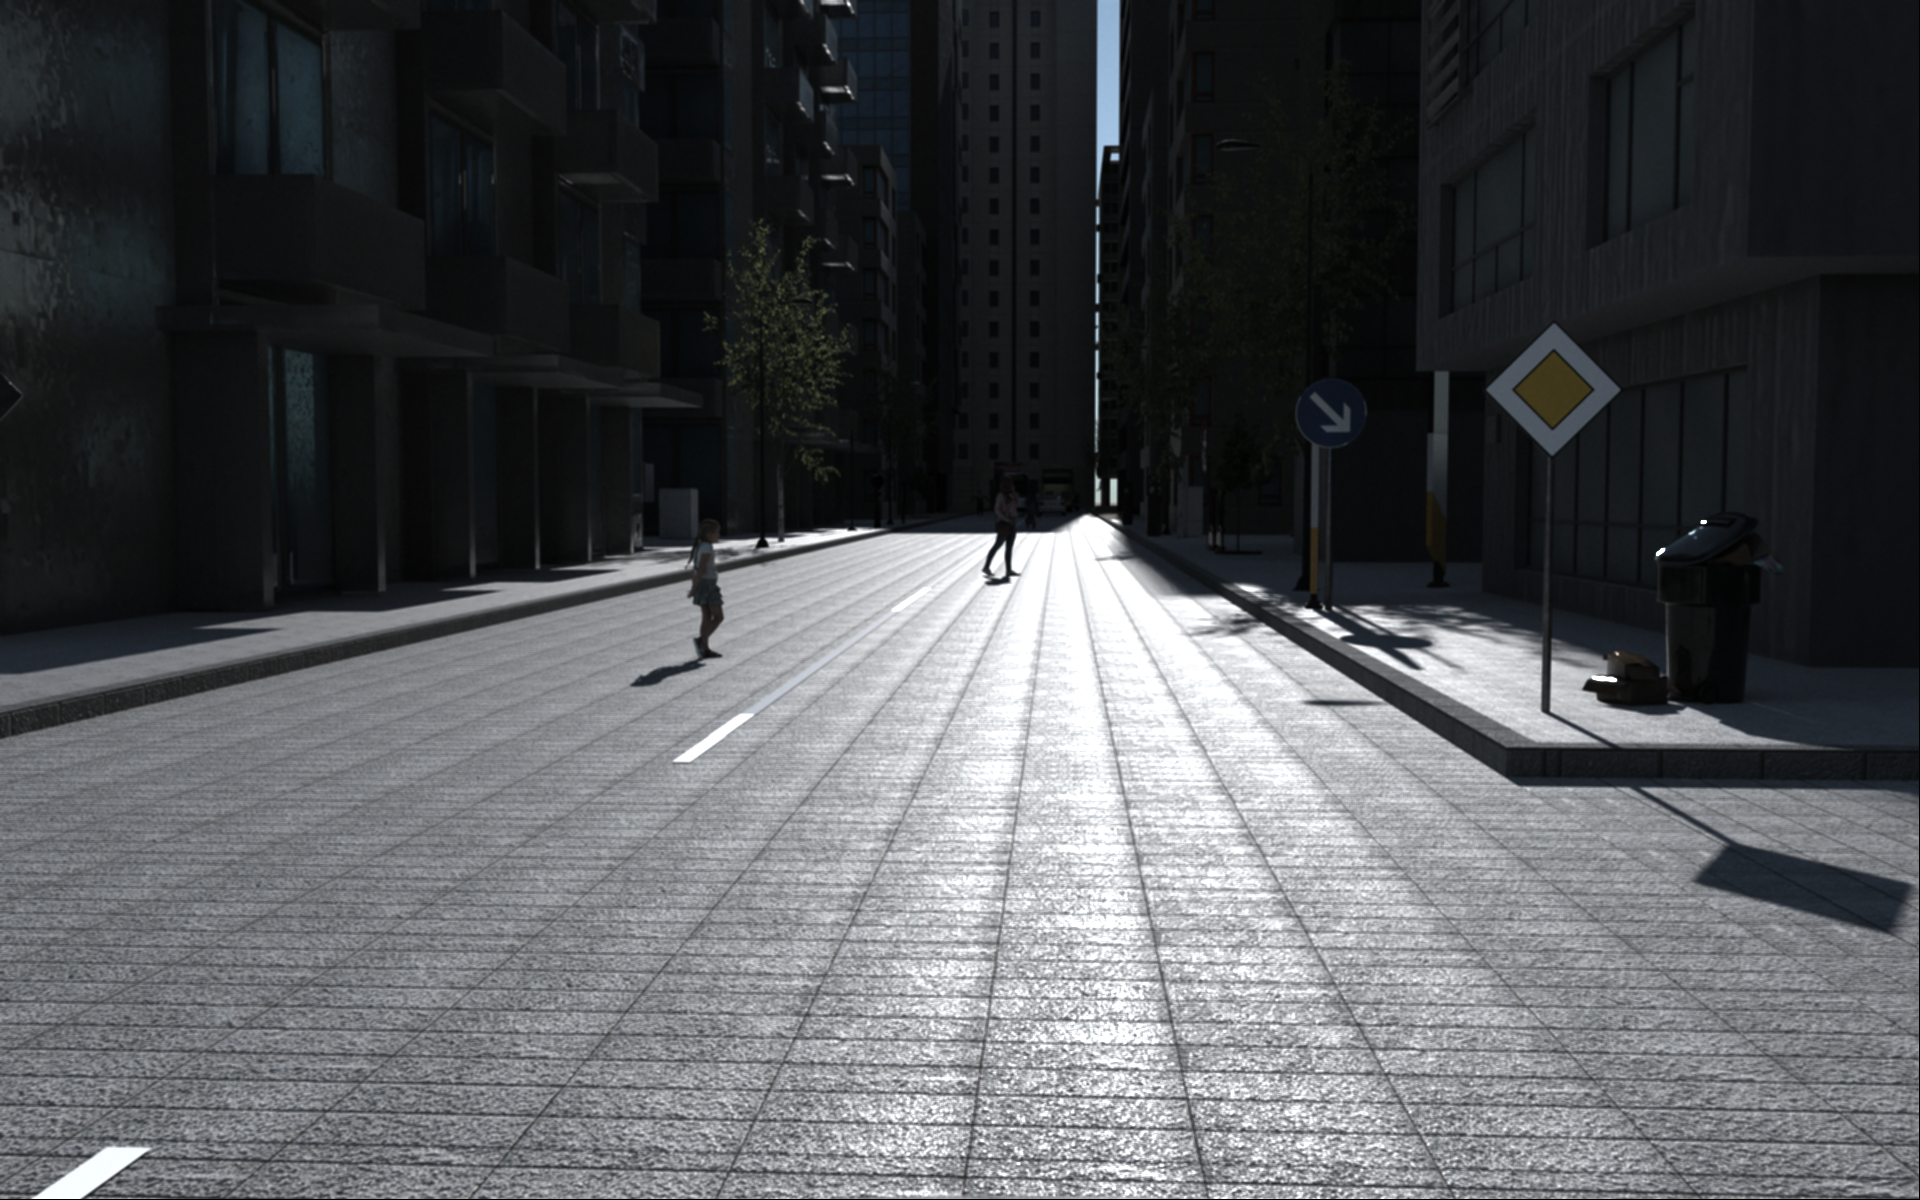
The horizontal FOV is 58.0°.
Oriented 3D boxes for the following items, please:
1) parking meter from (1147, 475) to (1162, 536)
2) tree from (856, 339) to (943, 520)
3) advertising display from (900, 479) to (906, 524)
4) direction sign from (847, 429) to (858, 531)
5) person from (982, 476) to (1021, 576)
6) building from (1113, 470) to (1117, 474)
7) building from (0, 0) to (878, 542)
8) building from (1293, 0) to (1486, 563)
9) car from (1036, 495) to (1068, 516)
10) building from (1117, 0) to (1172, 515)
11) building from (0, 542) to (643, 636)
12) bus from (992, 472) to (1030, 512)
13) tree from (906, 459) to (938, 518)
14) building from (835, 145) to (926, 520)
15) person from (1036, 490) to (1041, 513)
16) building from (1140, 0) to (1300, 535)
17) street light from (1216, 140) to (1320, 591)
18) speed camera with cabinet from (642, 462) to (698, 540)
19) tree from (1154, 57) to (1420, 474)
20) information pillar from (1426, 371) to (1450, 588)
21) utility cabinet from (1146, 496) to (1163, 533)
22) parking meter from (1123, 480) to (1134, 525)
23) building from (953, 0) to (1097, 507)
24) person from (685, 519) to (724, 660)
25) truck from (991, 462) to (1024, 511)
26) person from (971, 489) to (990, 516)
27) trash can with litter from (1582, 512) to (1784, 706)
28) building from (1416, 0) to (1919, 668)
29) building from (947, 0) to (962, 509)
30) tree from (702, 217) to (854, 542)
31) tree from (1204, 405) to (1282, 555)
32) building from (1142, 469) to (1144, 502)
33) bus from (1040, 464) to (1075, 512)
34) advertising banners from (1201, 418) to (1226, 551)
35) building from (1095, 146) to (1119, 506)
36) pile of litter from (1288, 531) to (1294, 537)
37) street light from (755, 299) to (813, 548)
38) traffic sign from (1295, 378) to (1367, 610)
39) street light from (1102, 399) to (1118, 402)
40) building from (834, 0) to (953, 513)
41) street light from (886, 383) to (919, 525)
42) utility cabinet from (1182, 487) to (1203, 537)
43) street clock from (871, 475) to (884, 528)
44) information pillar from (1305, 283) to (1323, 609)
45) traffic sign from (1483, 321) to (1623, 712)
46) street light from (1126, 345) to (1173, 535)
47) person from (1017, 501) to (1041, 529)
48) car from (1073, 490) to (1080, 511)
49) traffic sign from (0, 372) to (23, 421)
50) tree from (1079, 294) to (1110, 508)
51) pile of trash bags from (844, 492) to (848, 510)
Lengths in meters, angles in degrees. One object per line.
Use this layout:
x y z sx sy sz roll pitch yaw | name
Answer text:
5.918 -2.870 52.637 0.399 1.863 0.255 3 5 43 | parking meter
-3.092 -8.121 83.148 4.737 8.622 4.395 0 3 0 | tree
-2.463 -4.269 75.017 0.123 1.923 0.974 -1 4 -8 | advertising display
-3.787 -4.207 60.778 0.379 3.537 0.876 0 4 -5 | direction sign
0.729 -1.301 30.357 0.643 1.750 0.593 2 4 26 | person
24.895 -32.005 142.896 23.786 49.044 30.456 0 4 3 | building
-15.834 -27.193 64.221 23.786 49.044 30.456 0 4 3 | building
14.323 -16.295 38.117 14.160 30.474 14.107 0 4 3 | building
6.135 -6.300 115.367 2.083 1.381 4.827 0 4 3 | car
21.779 -30.174 117.050 21.300 48.544 21.600 0 4 3 | building
-17.528 -24.848 25.871 23.786 49.044 30.456 0 4 3 | building
4.292 -8.913 140.582 2.948 3.499 13.247 0 4 3 | bus
-2.251 -6.082 94.048 1.663 3.219 1.824 0 3 0 | tree
-16.880 -15.666 101.182 27.650 21.520 28.899 0 4 3 | building
5.551 -6.877 121.875 0.436 1.711 0.756 0 4 2 | person
21.621 -13.604 67.463 27.650 21.520 28.899 0 4 3 | building
4.062 -3.079 22.878 1.470 5.913 1.316 0 4 3 | street light
-8.486 -3.357 49.228 2.038 3.252 0.660 1 4 16 | speed camera with cabinet
5.669 -4.811 29.024 4.737 8.622 4.395 0 3 0 | tree
6.543 -1.979 23.706 0.183 3.616 0.504 3 5 40 | information pillar
6.372 -2.792 56.817 0.306 1.237 1.020 -1 4 -9 | utility cabinet
7.027 -4.080 72.417 0.399 1.863 0.255 2 4 32 | parking meter
-0.096 -39.011 179.828 28.212 58.520 21.231 0 4 3 | building
-2.279 -0.100 15.151 0.382 1.210 0.505 -2 4 -29 | person
4.341 -10.126 154.471 2.839 4.237 11.283 0 4 3 | truck
1.328 -6.347 113.010 1.217 1.736 0.721 -1 4 -10 | person
4.432 0.046 10.640 1.055 1.170 0.624 -1 4 -18 | trash can with litter
12.425 -20.230 14.358 14.086 41.232 14.154 0 4 3 | building
-13.512 -34.103 146.828 27.495 52.752 28.713 0 4 3 | building
-4.786 -5.856 46.103 4.360 8.622 3.978 0 3 0 | tree
5.860 -2.593 37.000 1.663 3.219 1.824 0 3 0 | tree
20.916 -40.158 94.830 20.563 71.187 20.611 0 4 3 | building
7.848 -9.047 139.461 2.896 3.916 12.252 0 4 3 | bus
5.728 -2.635 39.269 0.090 3.025 2.074 0 4 -6 | advertising banners
26.477 -30.076 183.623 23.993 40.220 32.217 0 4 3 | building
10.311 -2.295 51.492 1.176 0.858 1.719 2 4 33 | pile of litter
-4.201 -4.209 41.355 1.470 5.913 1.316 0 4 3 | street light
4.087 -1.164 19.130 0.768 2.556 0.104 1 4 13 | traffic sign
7.631 -6.874 84.924 1.470 5.913 1.316 0 4 3 | street light
-7.883 -28.840 121.640 14.600 45.320 14.200 0 4 3 | building
-2.391 -6.117 72.558 1.470 5.913 1.316 0 4 3 | street light
6.851 -2.618 51.487 0.318 1.500 1.173 2 4 30 | utility cabinet
-3.115 -3.713 65.269 0.471 2.002 0.358 -3 4 -37 | street clock
4.011 -1.722 19.504 0.183 3.616 0.504 1 4 13 | information pillar
3.449 -0.398 10.146 0.795 2.450 0.064 0 4 3 | traffic sign
5.945 -4.989 54.114 1.470 5.913 1.316 0 4 3 | street light
2.831 -3.509 71.376 1.012 1.151 0.738 0 4 4 | person
9.256 -8.596 149.223 2.281 1.827 5.304 0 4 2 | car
-6.178 -0.433 10.726 0.795 2.450 0.064 0 4 3 | traffic sign
6.036 -6.045 49.205 4.737 8.622 4.395 0 3 0 | tree
-7.169 -4.596 84.897 3.447 1.369 1.912 1 4 11 | pile of trash bags
